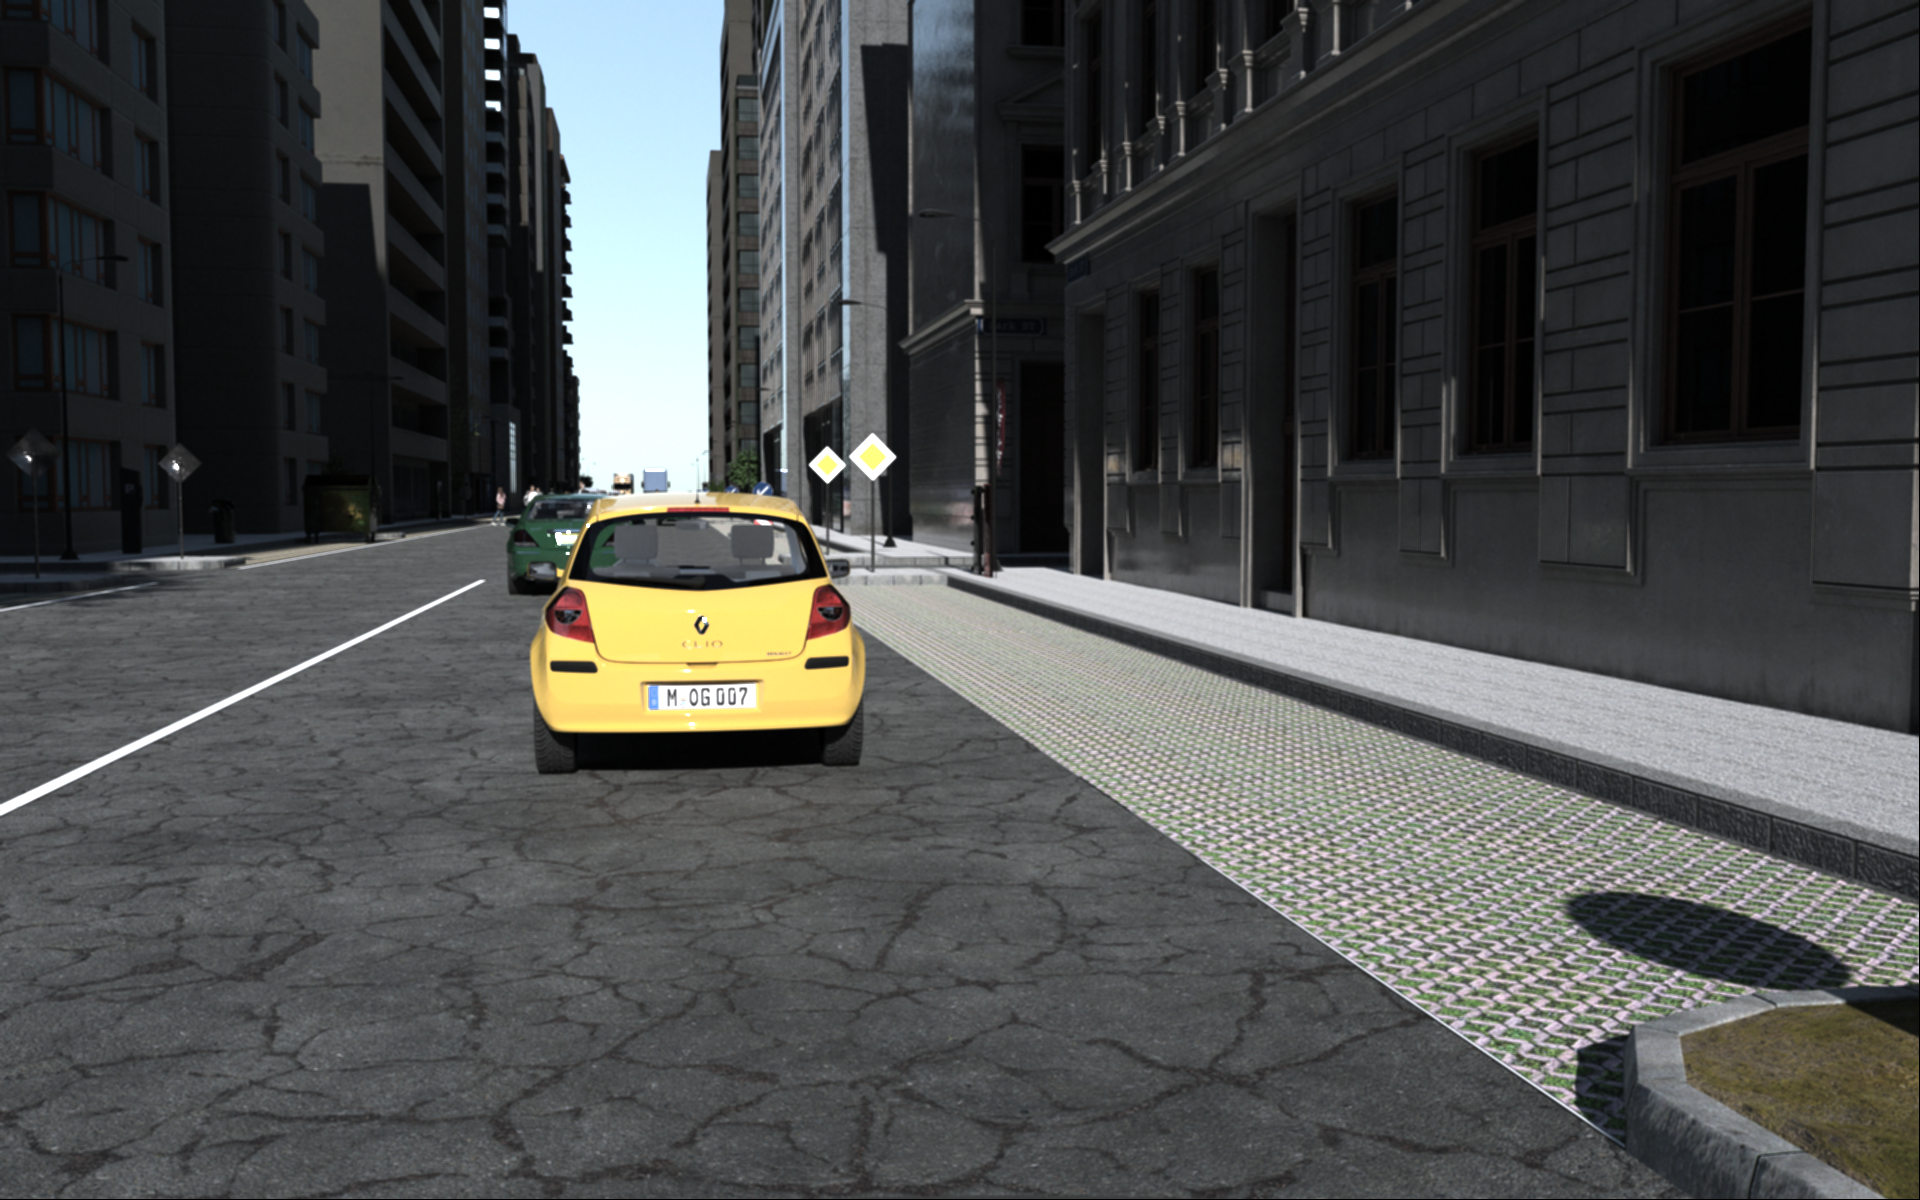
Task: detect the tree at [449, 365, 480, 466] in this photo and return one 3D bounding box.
[{"bbox_3d":[-29.127,-8.951,96.719,4.737,8.622,4.395,0,3,0],"label":"tree"}]

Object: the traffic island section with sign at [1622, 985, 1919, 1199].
[{"bbox_3d":[2.501,0.316,3.468,1.989,1.847,2.006,-1,4,-10],"label":"traffic island section with sign"}]

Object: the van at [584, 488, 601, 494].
[{"bbox_3d":[-24.089,-6.448,112.435,2.013,2.044,4.112,-1,4,-10],"label":"van"}]

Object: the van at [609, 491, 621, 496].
[{"bbox_3d":[-42.519,-12.599,212.999,2.013,2.044,4.112,-1,4,-8],"label":"van"}]

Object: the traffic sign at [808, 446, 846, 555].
[{"bbox_3d":[-2.770,-1.991,36.202,0.795,2.450,0.064,-1,4,-10],"label":"traffic sign"}]

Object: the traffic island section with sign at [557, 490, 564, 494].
[{"bbox_3d":[-36.723,-9.219,159.360,1.989,1.847,2.006,-1,4,-10],"label":"traffic island section with sign"}]

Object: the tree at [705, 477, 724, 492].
[{"bbox_3d":[-28.462,-12.556,199.891,1.663,3.219,1.824,0,3,0],"label":"tree"}]

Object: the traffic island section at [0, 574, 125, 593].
[{"bbox_3d":[-14.017,-0.244,26.274,2.009,0.180,2.903,-1,4,-10],"label":"traffic island section"}]

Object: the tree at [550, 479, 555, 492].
[{"bbox_3d":[-43.624,-11.536,183.214,1.663,3.219,1.824,0,3,0],"label":"tree"}]

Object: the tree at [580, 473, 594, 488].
[{"bbox_3d":[-57.549,-17.172,264.471,4.285,4.588,4.351,0,3,0],"label":"tree"}]

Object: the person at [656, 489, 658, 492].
[{"bbox_3d":[-25.237,-8.311,144.345,1.348,1.831,0.705,-1,4,-20],"label":"person"}]

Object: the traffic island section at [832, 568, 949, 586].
[{"bbox_3d":[-1.407,-0.375,28.411,2.009,0.180,2.903,-1,4,-10],"label":"traffic island section"}]

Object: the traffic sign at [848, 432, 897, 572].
[{"bbox_3d":[-1.428,-1.510,28.330,0.795,2.450,0.064,-1,4,-10],"label":"traffic sign"}]

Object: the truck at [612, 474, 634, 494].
[{"bbox_3d":[-46.474,-15.310,239.231,2.839,4.237,11.283,-1,4,-9],"label":"truck"}]

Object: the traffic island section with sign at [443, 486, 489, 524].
[{"bbox_3d":[-23.759,-4.567,83.297,1.989,1.847,2.006,-1,4,-10],"label":"traffic island section with sign"}]

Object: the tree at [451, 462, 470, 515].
[{"bbox_3d":[-31.057,-6.834,106.342,1.663,3.219,1.824,0,3,0],"label":"tree"}]

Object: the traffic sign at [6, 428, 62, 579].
[{"bbox_3d":[-13.996,-1.381,26.216,0.795,2.450,0.064,-1,4,-10],"label":"traffic sign"}]

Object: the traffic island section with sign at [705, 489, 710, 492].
[{"bbox_3d":[-11.198,-4.602,83.868,1.989,1.847,2.006,-1,4,-10],"label":"traffic island section with sign"}]

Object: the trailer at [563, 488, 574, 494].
[{"bbox_3d":[-37.528,-9.727,166.084,1.471,1.999,3.904,-1,4,-10],"label":"trailer"}]

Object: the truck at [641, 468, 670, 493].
[{"bbox_3d":[-30.720,-11.300,174.509,2.967,4.110,18.799,-1,4,-10],"label":"truck"}]

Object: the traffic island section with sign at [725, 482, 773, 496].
[{"bbox_3d":[-6.668,-2.977,57.294,1.989,1.847,2.006,-1,4,-10],"label":"traffic island section with sign"}]

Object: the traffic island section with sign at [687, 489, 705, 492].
[{"bbox_3d":[-24.272,-9.291,160.541,1.989,1.847,2.006,-1,4,-10],"label":"traffic island section with sign"}]

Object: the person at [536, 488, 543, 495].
[{"bbox_3d":[-24.624,-5.659,101.123,0.635,1.810,0.391,2,4,24],"label":"person"}]

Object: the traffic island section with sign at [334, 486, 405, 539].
[{"bbox_3d":[-19.149,-2.916,56.310,1.989,1.847,2.006,-1,4,-10],"label":"traffic island section with sign"}]

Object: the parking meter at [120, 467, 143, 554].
[{"bbox_3d":[-17.815,-1.930,37.263,0.399,1.863,0.255,-1,4,-15],"label":"parking meter"}]

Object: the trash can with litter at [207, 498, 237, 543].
[{"bbox_3d":[-19.208,-2.063,45.116,0.624,1.170,1.055,-1,4,-16],"label":"trash can with litter"}]

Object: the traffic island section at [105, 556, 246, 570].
[{"bbox_3d":[-15.359,-0.726,34.146,2.009,0.180,2.903,-1,4,-10],"label":"traffic island section"}]

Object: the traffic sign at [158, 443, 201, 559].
[{"bbox_3d":[-15.337,-1.862,34.088,0.795,2.450,0.064,-1,4,-10],"label":"traffic sign"}]

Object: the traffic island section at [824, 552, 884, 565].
[{"bbox_3d":[-2.748,-0.856,36.283,2.009,0.180,2.903,-1,4,-10],"label":"traffic island section"}]

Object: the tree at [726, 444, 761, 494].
[{"bbox_3d":[-13.580,-7.936,113.462,4.285,4.588,4.351,0,3,0],"label":"tree"}]

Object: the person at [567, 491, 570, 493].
[{"bbox_3d":[-33.711,-8.589,149.718,1.217,1.735,0.721,3,4,36],"label":"person"}]

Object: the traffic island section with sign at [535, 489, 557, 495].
[{"bbox_3d":[-32.187,-7.594,132.788,1.989,1.847,2.006,-1,4,-10],"label":"traffic island section with sign"}]

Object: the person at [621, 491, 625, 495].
[{"bbox_3d":[-40.295,-12.174,207.635,1.350,1.814,0.705,-3,5,-44],"label":"person"}]

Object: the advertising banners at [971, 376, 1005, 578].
[{"bbox_3d":[0.433,-1.869,26.749,0.090,3.025,2.074,-1,4,-12],"label":"advertising banners"}]

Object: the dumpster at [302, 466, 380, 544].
[{"bbox_3d":[-17.887,-2.758,50.038,1.985,2.255,1.502,-1,4,-8],"label":"dumpster"}]

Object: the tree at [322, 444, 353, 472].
[{"bbox_3d":[-24.539,-4.481,67.867,1.663,3.219,1.824,0,3,0],"label":"tree"}]

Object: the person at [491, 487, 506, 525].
[{"bbox_3d":[-21.052,-4.280,79.063,0.643,1.750,0.593,0,3,0],"label":"person"}]

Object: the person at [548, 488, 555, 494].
[{"bbox_3d":[-26.747,-6.422,113.581,1.350,1.814,0.705,1,4,9],"label":"person"}]

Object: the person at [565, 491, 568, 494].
[{"bbox_3d":[-33.467,-8.441,147.316,0.445,1.727,0.742,0,4,-3],"label":"person"}]
